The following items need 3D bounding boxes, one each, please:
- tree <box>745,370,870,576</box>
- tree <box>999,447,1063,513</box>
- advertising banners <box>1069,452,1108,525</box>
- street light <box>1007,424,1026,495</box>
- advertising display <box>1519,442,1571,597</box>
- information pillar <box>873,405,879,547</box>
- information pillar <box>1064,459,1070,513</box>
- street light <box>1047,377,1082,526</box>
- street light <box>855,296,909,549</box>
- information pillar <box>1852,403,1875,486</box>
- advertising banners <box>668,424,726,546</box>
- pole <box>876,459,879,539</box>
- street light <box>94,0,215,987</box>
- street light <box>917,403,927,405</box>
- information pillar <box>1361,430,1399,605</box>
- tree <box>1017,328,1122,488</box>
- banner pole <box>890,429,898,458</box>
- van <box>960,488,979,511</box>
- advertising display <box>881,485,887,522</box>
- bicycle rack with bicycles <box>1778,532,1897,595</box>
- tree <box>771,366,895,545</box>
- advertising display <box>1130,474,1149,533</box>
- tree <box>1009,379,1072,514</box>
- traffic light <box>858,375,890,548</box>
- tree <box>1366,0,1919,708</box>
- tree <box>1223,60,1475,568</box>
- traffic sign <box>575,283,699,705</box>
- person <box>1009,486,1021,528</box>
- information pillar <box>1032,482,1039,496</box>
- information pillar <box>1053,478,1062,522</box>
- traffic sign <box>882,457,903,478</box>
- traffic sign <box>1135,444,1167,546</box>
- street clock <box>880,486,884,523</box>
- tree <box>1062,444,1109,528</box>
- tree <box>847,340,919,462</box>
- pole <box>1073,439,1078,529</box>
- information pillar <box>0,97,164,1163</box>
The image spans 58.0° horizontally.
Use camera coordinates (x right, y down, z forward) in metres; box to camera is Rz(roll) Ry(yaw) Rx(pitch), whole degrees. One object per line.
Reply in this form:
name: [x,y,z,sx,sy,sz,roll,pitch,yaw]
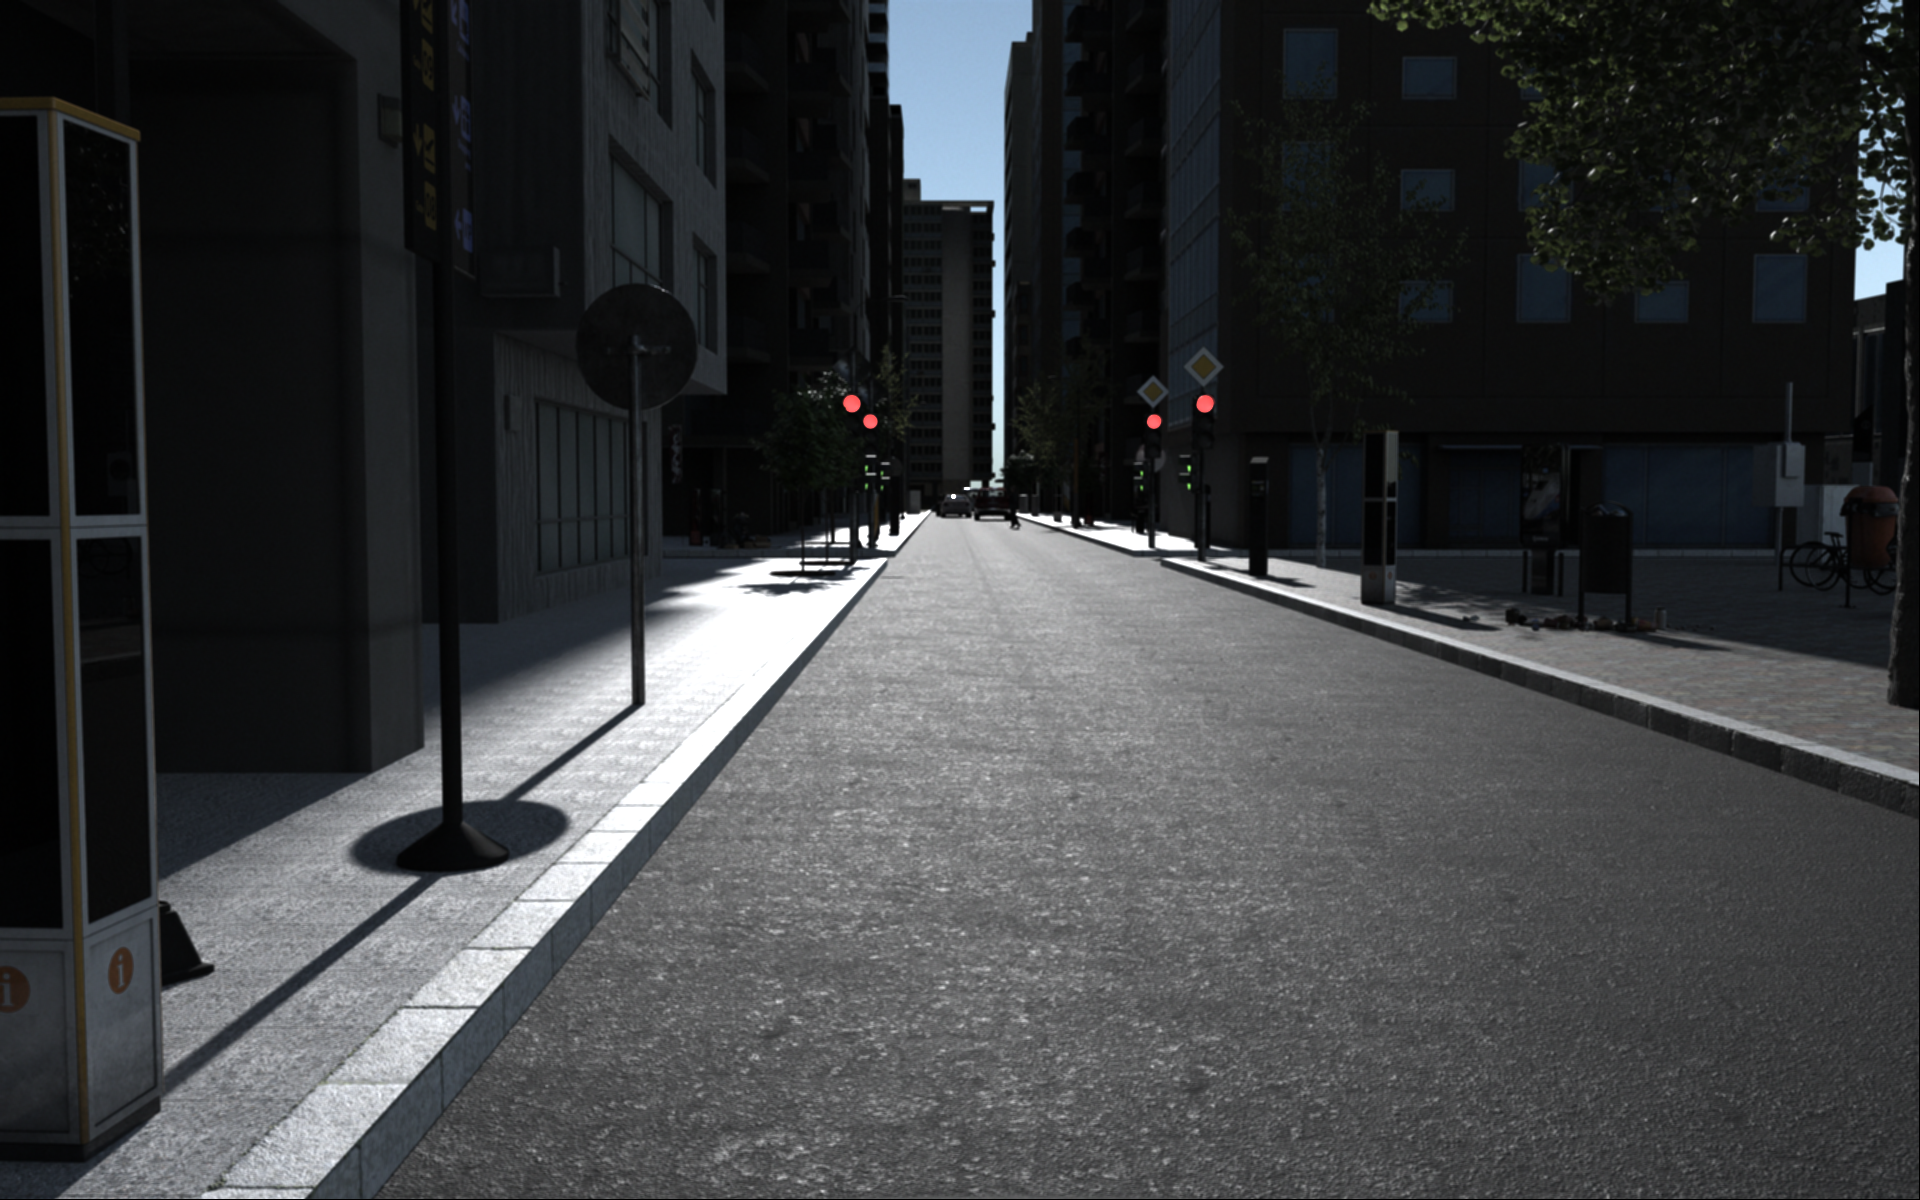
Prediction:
tree: [-2.444,-1.996,27.229,1.663,3.219,1.824,0,3,0]
tree: [4.479,-8.573,123.881,4.285,4.588,4.351,0,3,0]
advertising banners: [5.365,-4.644,72.118,2.074,3.025,0.090,3,5,44]
street light: [3.815,-8.702,114.823,1.470,5.913,1.316,0,4,0]
advertising display: [7.431,-1.029,22.045,0.123,1.923,0.974,-1,4,-12]
information pillar: [-2.079,-3.094,41.946,0.183,3.616,0.504,1,4,11]
information pillar: [7.066,-7.545,114.707,0.183,3.616,0.504,-3,5,-41]
street light: [4.156,-5.874,68.585,1.470,5.913,1.316,0,4,0]
street light: [-1.901,-4.173,40.774,1.470,5.913,1.316,0,4,0]
information pillar: [23.388,-3.274,44.887,0.183,3.616,0.504,-3,4,-36]
advertising banners: [-6.520,-2.851,42.809,2.074,3.025,0.090,3,5,40]
pole: [-2.414,-3.384,49.177,0.158,3.312,0.155,0,3,0]
street light: [-1.643,-1.950,4.423,1.470,5.913,1.316,0,4,0]
street light: [-2.376,-7.063,88.025,1.470,5.913,1.316,0,4,0]
information pillar: [4.874,-0.956,20.123,0.304,2.012,0.304,3,5,41]
tree: [4.902,-7.691,76.113,4.737,8.622,4.395,0,3,0]
banner pole: [-2.530,-4.667,66.317,0.401,3.779,0.863,1,4,18]
van: [0.730,-7.197,124.683,2.013,2.044,4.112,0,4,-2]
advertising display: [-3.506,-4.553,79.649,0.123,1.923,0.974,-1,4,-11]
bicycle rack with bicycles: [12.131,-0.575,22.789,2.852,0.926,2.925,-2,4,-25]
tree: [-3.229,-3.727,44.658,4.285,4.588,4.351,0,3,0]
advertising display: [5.965,-3.187,57.315,0.123,1.923,0.974,3,5,40]
tree: [5.285,-9.853,111.460,4.360,8.622,3.978,0,3,0]
traffic light: [-2.079,-3.178,40.881,0.839,4.253,0.868,0,4,0]
tree: [5.460,-5.635,10.258,7.486,12.596,7.792,0,3,0]
tree: [6.352,-4.858,29.785,4.737,8.622,4.395,0,3,0]
traffic sign: [-1.964,-0.636,10.501,0.768,2.556,0.104,0,4,7]
person: [2.283,-3.885,72.445,0.534,1.772,0.576,0,4,-4]
information pillar: [4.577,-6.147,104.988,0.304,2.012,0.304,2,4,28]
information pillar: [4.552,-4.663,80.728,0.304,2.012,0.304,-1,4,-20]
traffic sign: [-2.347,-3.639,59.601,0.768,2.556,0.104,0,4,0]
traffic sign: [4.655,-2.583,42.340,0.768,2.556,0.104,0,4,1]
street clock: [-3.622,-4.500,78.148,0.471,2.002,0.358,0,4,1]
tree: [4.798,-4.394,66.451,1.663,3.219,1.824,0,3,0]
tree: [-4.029,-8.145,83.531,4.360,8.622,3.978,0,3,0]
pole: [4.262,-4.275,63.734,0.158,3.312,0.155,0,3,0]
information pillar: [-1.812,0.066,3.410,0.304,2.012,0.304,0,4,3]
